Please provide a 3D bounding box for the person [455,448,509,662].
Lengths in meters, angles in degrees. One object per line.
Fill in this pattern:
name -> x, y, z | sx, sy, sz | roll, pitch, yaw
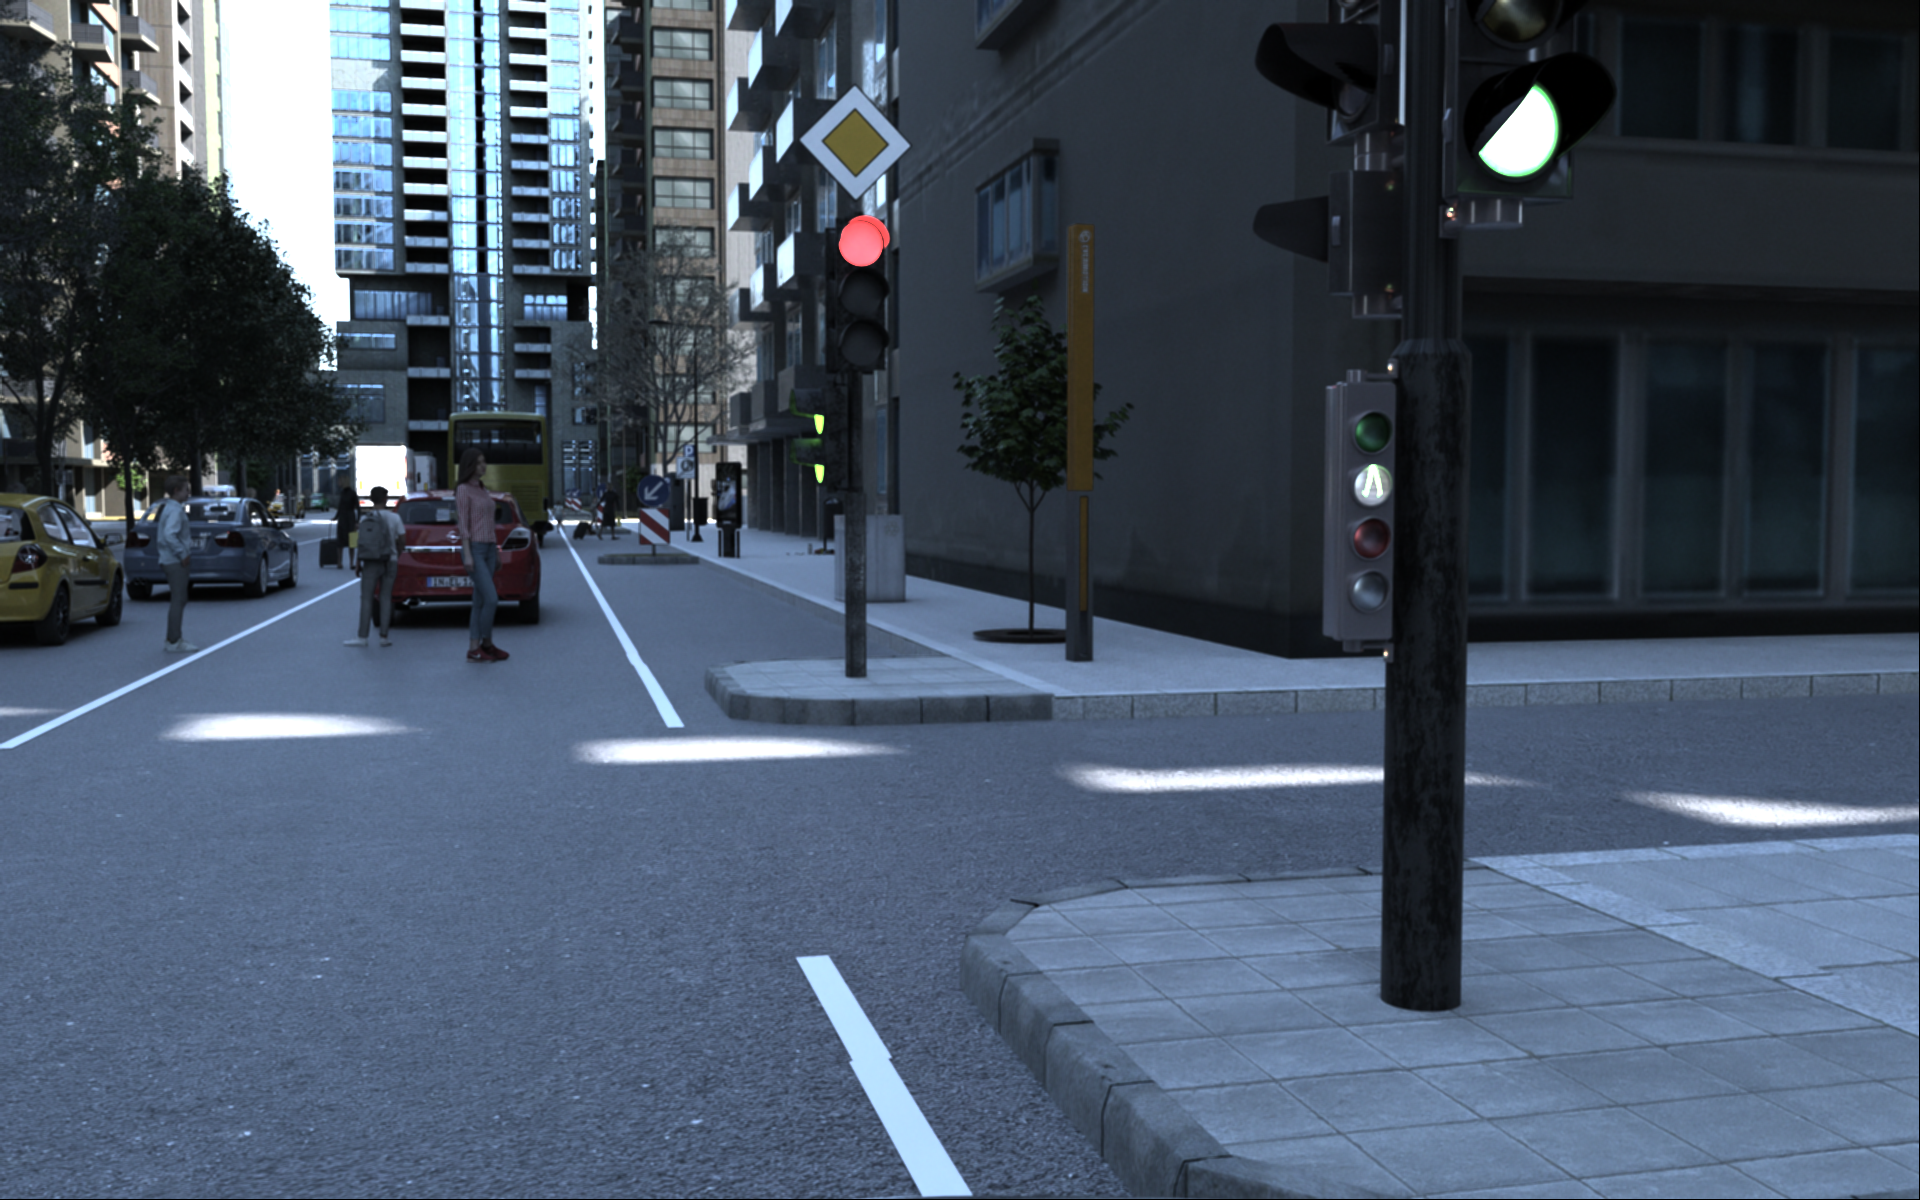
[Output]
person -> -4.097, -0.382, 14.757 | 0.388, 1.821, 0.555 | 0, 4, 2

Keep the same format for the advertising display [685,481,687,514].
advertising display -> -13.340, -4.873, 84.890 | 0.123, 1.923, 0.974 | -1, 4, -15

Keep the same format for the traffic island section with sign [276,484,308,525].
traffic island section with sign -> -31.672, -4.496, 81.648 | 2.006, 1.907, 1.989 | -1, 4, -14

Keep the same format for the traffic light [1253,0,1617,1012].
traffic light -> -0.877, -1.773, 3.659 | 4.771, 5.953, 1.251 | -1, 4, -14

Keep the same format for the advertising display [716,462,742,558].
advertising display -> -4.673, -1.822, 34.999 | 0.123, 1.923, 0.974 | -2, 4, -33

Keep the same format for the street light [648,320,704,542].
street light -> -7.612, -4.515, 46.367 | 1.470, 5.913, 1.316 | -1, 4, -14

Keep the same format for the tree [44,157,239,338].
tree -> -25.994, -8.515, 58.685 | 9.611, 12.733, 9.660 | 0, 3, 0

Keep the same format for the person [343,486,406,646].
person -> -5.525, -0.322, 16.359 | 0.523, 1.515, 0.503 | 2, 4, 28

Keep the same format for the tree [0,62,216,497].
tree -> -21.919, -6.921, 41.368 | 9.928, 11.665, 9.643 | 0, 3, 0

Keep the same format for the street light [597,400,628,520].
street light -> -17.130, -6.903, 85.412 | 1.470, 5.913, 1.316 | -1, 4, -14

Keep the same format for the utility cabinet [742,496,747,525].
utility cabinet -> -8.855, -3.761, 72.659 | 0.306, 1.237, 1.020 | 2, 4, 32

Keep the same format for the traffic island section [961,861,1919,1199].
traffic island section -> 1.177, 1.093, 4.414 | 2.009, 0.180, 2.903 | -1, 4, -14

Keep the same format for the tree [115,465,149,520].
tree -> -41.611, -5.649, 86.962 | 1.663, 3.219, 1.824 | 0, 3, 0

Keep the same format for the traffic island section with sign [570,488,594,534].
traffic island section with sign -> -12.884, -3.281, 62.277 | 1.989, 1.847, 2.006 | -1, 4, -14

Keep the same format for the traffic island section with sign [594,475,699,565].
traffic island section with sign -> -6.532, -1.679, 36.078 | 1.989, 1.847, 2.006 | -1, 4, -14

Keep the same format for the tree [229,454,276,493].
tree -> -51.242, -8.656, 125.240 | 4.285, 4.588, 4.351 | 0, 3, 0

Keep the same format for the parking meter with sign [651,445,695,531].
parking meter with sign -> -10.028, -3.935, 60.593 | 0.543, 3.016, 1.738 | 3, 4, 36

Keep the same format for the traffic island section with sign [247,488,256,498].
traffic island section with sign -> -43.620, -5.986, 106.502 | 1.989, 1.847, 2.006 | -1, 4, -14

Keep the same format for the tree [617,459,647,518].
tree -> -17.787, -6.068, 93.820 | 1.663, 3.219, 1.824 | 0, 3, 0

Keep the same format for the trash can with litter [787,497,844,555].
trash can with litter -> -2.462, -1.559, 36.545 | 2.233, 1.210, 1.678 | 3, 5, 40

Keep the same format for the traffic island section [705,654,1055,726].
traffic island section -> -0.709, 0.618, 12.174 | 2.009, 0.180, 2.903 | -1, 4, -14

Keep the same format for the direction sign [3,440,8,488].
direction sign -> -39.844, -4.915, 72.360 | 0.379, 3.537, 0.876 | -2, 4, -24

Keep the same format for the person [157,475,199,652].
person -> -7.125, -0.334, 15.767 | 0.330, 1.601, 0.589 | -1, 4, -21

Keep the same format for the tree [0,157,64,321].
tree -> -20.131, -4.993, 34.453 | 4.360, 8.622, 3.978 | 0, 3, 0

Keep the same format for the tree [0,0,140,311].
tree -> -17.806, -6.869, 25.140 | 12.009, 13.543, 11.850 | 0, 3, 0

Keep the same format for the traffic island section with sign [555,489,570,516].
traffic island section with sign -> -24.740, -6.265, 111.062 | 1.989, 1.847, 2.006 | -1, 4, -14

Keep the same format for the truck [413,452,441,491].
truck -> -37.831, -8.050, 120.530 | 2.839, 4.237, 11.283 | -1, 4, -14

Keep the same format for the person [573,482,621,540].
person -> -11.395, -2.807, 54.609 | 1.509, 1.804, 0.699 | 1, 4, 21

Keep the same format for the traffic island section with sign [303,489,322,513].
traffic island section with sign -> -49.986, -7.588, 132.698 | 1.989, 1.847, 2.006 | -1, 4, -14

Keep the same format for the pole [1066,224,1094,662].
pole -> 0.918, -1.186, 13.233 | 0.158, 3.312, 0.155 | 0, 3, 0

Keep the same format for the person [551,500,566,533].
person -> -14.794, -3.074, 63.769 | 0.505, 1.210, 0.382 | -2, 4, -29

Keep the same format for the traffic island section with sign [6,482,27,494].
traffic island section with sign -> -31.964, -3.050, 58.500 | 1.989, 1.847, 2.006 | -1, 4, -14

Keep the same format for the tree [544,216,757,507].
tree -> -12.881, -10.130, 75.996 | 12.009, 13.543, 11.850 | 0, 3, 0

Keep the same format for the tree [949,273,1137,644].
tree -> 0.760, -1.266, 15.308 | 1.663, 3.219, 1.824 | 0, 3, 0

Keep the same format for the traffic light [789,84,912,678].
traffic light -> -0.750, -1.415, 12.050 | 0.839, 4.253, 0.868 | -1, 4, -14

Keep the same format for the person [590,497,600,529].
person -> -14.485, -3.418, 68.651 | 0.640, 1.303, 0.475 | 1, 4, 11

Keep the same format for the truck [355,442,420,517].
truck -> -32.423, -6.689, 98.280 | 2.839, 4.237, 11.283 | -1, 4, -13

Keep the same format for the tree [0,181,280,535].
tree -> -24.087, -6.936, 50.270 | 8.767, 10.594, 7.601 | -1, 4, -14

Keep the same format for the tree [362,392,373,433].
tree -> -28.357, -9.090, 68.087 | 9.611, 12.733, 9.660 | 0, 3, 0
